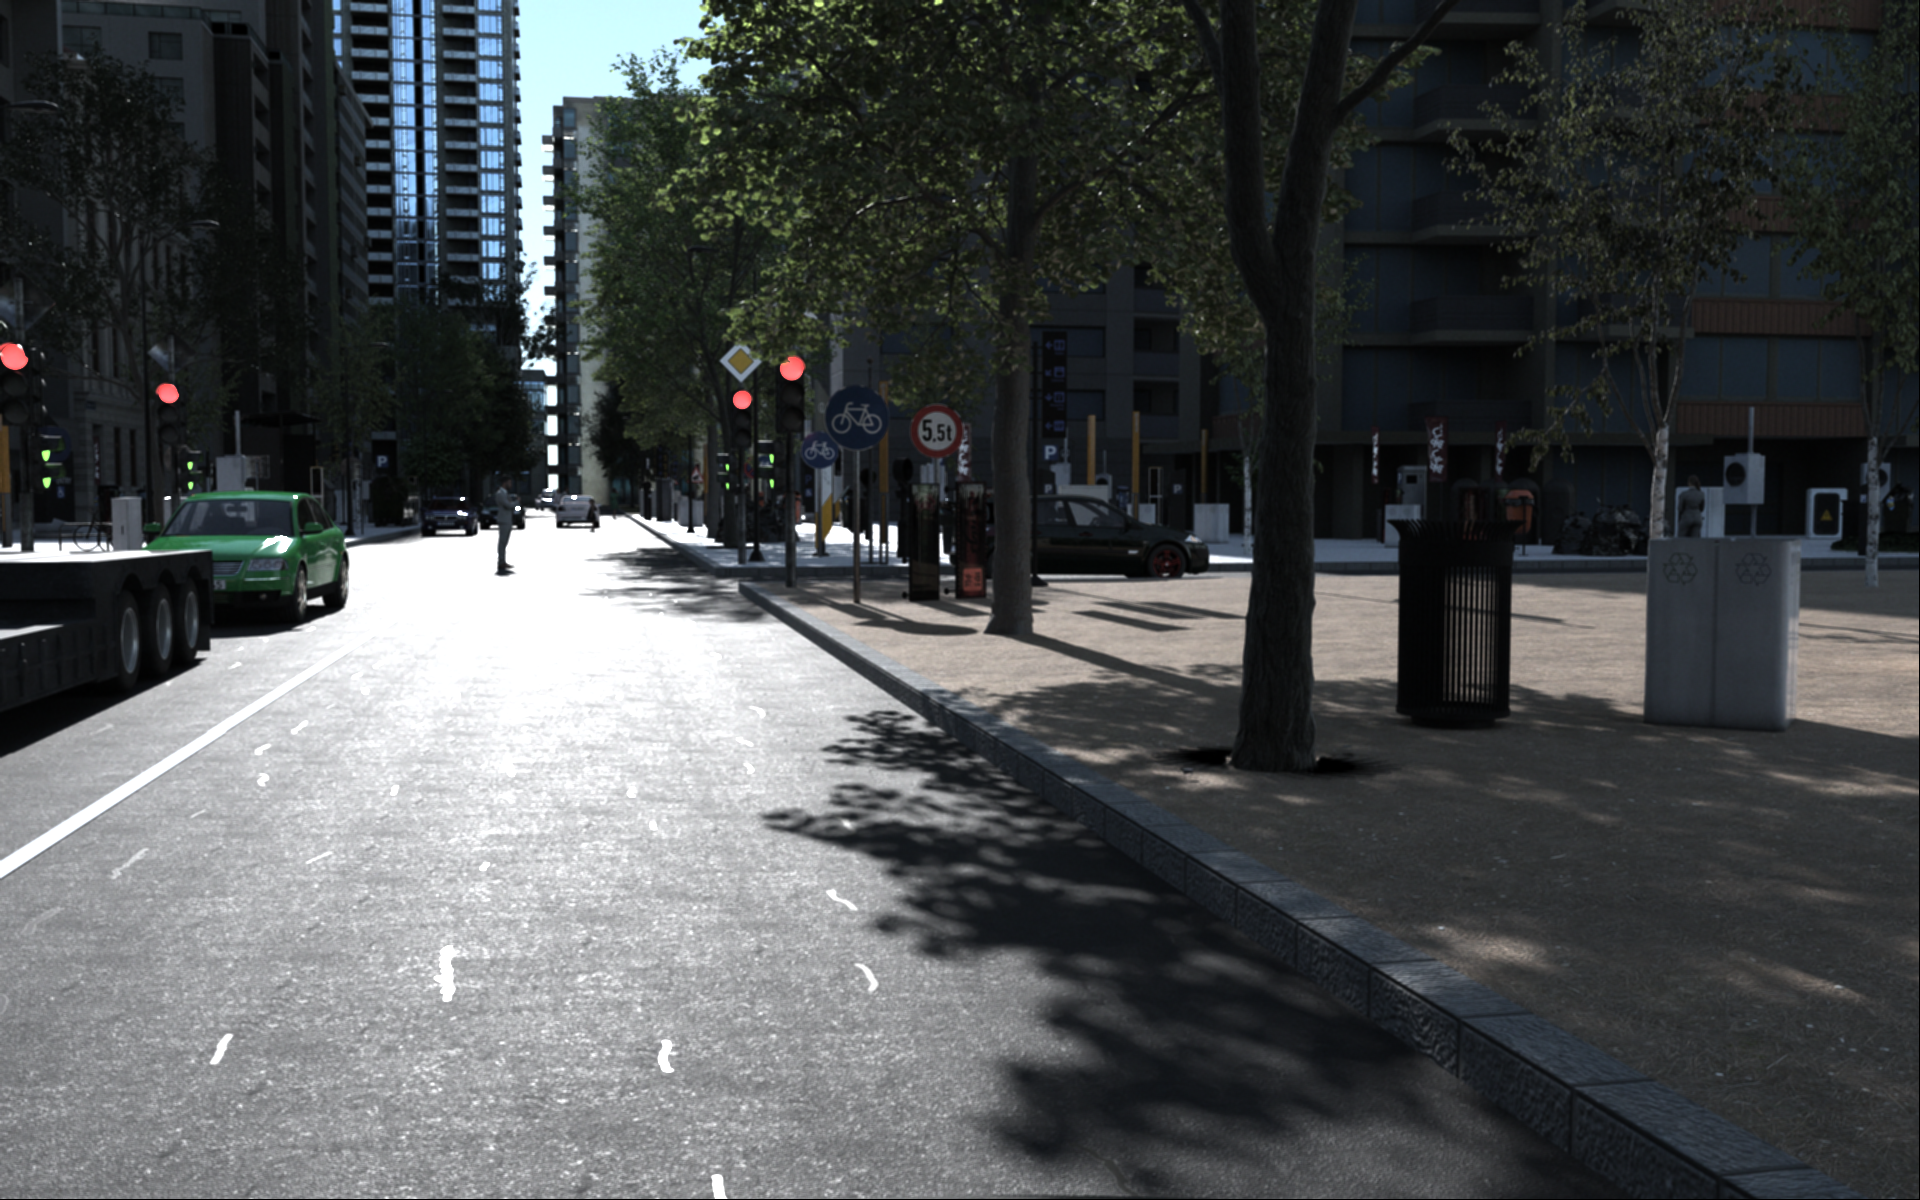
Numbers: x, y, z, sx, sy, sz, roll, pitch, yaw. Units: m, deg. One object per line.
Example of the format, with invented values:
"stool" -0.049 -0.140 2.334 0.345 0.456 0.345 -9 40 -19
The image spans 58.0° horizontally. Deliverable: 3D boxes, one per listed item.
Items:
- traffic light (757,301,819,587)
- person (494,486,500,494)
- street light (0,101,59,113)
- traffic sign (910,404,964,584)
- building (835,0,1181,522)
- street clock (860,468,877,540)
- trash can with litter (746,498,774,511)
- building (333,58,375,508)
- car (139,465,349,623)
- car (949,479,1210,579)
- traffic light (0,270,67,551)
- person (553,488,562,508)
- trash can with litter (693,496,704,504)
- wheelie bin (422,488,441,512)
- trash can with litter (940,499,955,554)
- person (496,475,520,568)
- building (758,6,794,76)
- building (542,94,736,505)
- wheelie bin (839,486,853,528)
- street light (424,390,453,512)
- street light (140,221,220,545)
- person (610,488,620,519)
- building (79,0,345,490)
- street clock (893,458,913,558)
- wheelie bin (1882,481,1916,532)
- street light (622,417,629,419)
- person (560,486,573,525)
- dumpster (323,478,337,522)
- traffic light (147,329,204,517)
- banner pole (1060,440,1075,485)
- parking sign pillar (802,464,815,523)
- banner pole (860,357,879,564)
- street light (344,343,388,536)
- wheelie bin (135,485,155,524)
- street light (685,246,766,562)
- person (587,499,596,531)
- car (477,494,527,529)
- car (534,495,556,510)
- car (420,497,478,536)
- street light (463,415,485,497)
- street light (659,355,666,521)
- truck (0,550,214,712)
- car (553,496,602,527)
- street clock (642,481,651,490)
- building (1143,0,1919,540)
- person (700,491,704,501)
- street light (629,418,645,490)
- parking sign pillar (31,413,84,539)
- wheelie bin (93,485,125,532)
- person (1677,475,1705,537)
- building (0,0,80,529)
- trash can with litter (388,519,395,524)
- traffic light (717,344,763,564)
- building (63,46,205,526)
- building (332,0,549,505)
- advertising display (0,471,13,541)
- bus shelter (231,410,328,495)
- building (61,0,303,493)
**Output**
"traffic light" -2.352 -2.132 23.779 0.839 4.253 0.868 -1 4 -12
"person" -22.167 -4.549 83.053 0.511 1.800 0.466 0 4 -6
"street light" -11.355 -2.935 20.531 1.470 5.913 1.316 -1 4 -12
"traffic sign" -0.326 -1.496 24.562 0.768 2.556 0.104 0 4 -3
"building" 1.963 -33.781 94.323 21.231 58.520 28.212 -1 4 -12
"street clock" -2.575 -2.691 48.572 0.471 2.002 0.358 0 4 1
"trash can with litter" -6.080 -2.518 52.558 1.055 1.170 0.624 1 4 13
"building" -62.992 -27.810 146.569 23.993 40.220 32.217 -1 4 -12
"car" -8.458 -0.718 20.538 1.959 1.807 4.718 -1 4 -10
"car" 1.920 -1.113 27.981 4.222 1.686 2.009 -1 4 -11
"traffic light" -11.752 -2.010 21.778 0.839 4.253 0.868 -1 4 -12
"person" -21.485 -5.146 93.312 0.731 1.740 0.598 -2 4 -35
"trash can with litter" -13.296 -4.577 86.220 1.055 1.170 0.624 -3 4 -38
"wheelie bin" -26.475 -4.824 86.772 0.980 1.594 0.693 2 4 29
"trash can with litter" 0.017 -1.567 37.015 1.055 1.170 0.624 -3 5 -39
"person" -8.728 -1.516 33.473 0.466 1.800 0.511 -1 4 -15
"building" -6.949 -32.942 158.206 23.786 49.044 30.456 -1 4 -12
"building" -34.685 -36.116 210.110 30.456 49.044 23.786 -1 4 -12
"wheelie bin" -4.203 -3.526 65.554 0.693 1.594 0.980 -1 4 -14
"street light" -23.379 -6.423 77.562 1.470 5.913 1.316 -1 4 -12
"street light" -13.284 -3.484 29.507 1.470 5.913 1.316 -1 4 -12
"person" -20.069 -5.610 100.477 0.600 1.795 0.529 0 4 3
"building" -51.238 -26.666 119.589 14.154 41.232 14.086 -1 4 -12
"street clock" -1.150 -1.855 34.902 0.358 2.002 0.471 2 4 26
"wheelie bin" 23.119 -2.126 42.665 0.693 1.594 0.980 2 4 34
"street light" -19.747 -8.106 105.079 1.470 5.913 1.316 -1 4 -12
"person" -18.459 -4.415 80.963 0.850 1.792 0.678 0 4 8
"dumpster" -21.196 -3.119 56.746 1.264 1.857 1.865 -1 4 -12
"traffic light" -13.408 -2.487 29.591 0.839 4.253 0.868 -1 4 -12
"banner pole" 5.041 -5.525 80.353 0.863 3.779 0.401 0 3 0
"parking sign pillar" -6.329 -5.370 76.278 1.447 3.967 1.447 2 4 27
"banner pole" -1.650 -2.562 31.900 0.401 3.779 0.863 0 4 -4
"street light" -18.285 -4.940 53.317 1.470 5.913 1.316 -1 4 -12
"wheelie bin" -28.587 -3.242 60.918 0.693 1.594 0.980 -3 4 -37
"street light" -4.401 -3.678 32.678 1.470 5.913 1.316 -1 4 -12
"person" -14.169 -3.266 66.565 0.373 1.253 0.362 -1 4 -14
"car" -18.983 -3.799 71.905 2.009 1.686 4.222 -1 4 -12
"car" -37.211 -8.767 155.699 2.083 1.381 4.827 -1 4 -13
"car" -17.877 -2.944 60.716 1.945 1.354 3.894 -1 4 -12
"street light" -28.483 -7.878 101.351 1.470 5.913 1.316 -1 4 -12
"street light" -9.437 -5.167 57.020 1.470 5.913 1.316 -1 4 -12
"truck" -5.663 -0.977 5.733 2.967 4.110 18.799 -1 4 -13
"car" -16.752 -3.886 75.898 2.083 1.381 4.827 -1 4 -12
"street clock" -17.662 -5.697 97.723 0.471 2.002 0.358 -3 5 -44
"building" 21.307 -24.748 59.259 28.867 44.769 22.147 -1 4 -12
"person" -27.796 -10.923 187.228 0.705 1.807 1.348 -3 4 -38
"street light" -14.621 -6.652 81.294 1.470 5.913 1.316 -1 4 -12
"parking sign pillar" -26.124 -3.758 49.909 1.447 3.967 1.447 0 4 6
"wheelie bin" -29.104 -3.143 59.297 0.980 1.594 0.693 -2 4 -31
"person" 13.799 -1.475 32.888 0.520 1.790 0.573 -1 4 -14
"building" -37.734 -14.150 50.411 14.314 24.678 30.058 -1 4 -12
"trash can with litter" -23.883 -3.784 73.262 1.055 1.170 0.624 2 4 31
"traffic light" -4.008 -2.610 31.591 0.839 4.253 0.868 -1 4 -12
"building" -41.595 -14.716 76.760 11.583 22.565 21.152 -1 4 -12
"building" -64.646 -54.402 202.140 31.000 86.520 22.319 -1 4 -12
"advertising display" -26.145 -2.543 46.794 0.974 1.923 0.123 -3 4 -37
"bus shelter" -20.054 -3.670 51.290 1.731 3.624 6.357 -1 4 -12
"building" -48.981 -20.447 106.012 14.160 30.474 14.107 -1 4 -12
